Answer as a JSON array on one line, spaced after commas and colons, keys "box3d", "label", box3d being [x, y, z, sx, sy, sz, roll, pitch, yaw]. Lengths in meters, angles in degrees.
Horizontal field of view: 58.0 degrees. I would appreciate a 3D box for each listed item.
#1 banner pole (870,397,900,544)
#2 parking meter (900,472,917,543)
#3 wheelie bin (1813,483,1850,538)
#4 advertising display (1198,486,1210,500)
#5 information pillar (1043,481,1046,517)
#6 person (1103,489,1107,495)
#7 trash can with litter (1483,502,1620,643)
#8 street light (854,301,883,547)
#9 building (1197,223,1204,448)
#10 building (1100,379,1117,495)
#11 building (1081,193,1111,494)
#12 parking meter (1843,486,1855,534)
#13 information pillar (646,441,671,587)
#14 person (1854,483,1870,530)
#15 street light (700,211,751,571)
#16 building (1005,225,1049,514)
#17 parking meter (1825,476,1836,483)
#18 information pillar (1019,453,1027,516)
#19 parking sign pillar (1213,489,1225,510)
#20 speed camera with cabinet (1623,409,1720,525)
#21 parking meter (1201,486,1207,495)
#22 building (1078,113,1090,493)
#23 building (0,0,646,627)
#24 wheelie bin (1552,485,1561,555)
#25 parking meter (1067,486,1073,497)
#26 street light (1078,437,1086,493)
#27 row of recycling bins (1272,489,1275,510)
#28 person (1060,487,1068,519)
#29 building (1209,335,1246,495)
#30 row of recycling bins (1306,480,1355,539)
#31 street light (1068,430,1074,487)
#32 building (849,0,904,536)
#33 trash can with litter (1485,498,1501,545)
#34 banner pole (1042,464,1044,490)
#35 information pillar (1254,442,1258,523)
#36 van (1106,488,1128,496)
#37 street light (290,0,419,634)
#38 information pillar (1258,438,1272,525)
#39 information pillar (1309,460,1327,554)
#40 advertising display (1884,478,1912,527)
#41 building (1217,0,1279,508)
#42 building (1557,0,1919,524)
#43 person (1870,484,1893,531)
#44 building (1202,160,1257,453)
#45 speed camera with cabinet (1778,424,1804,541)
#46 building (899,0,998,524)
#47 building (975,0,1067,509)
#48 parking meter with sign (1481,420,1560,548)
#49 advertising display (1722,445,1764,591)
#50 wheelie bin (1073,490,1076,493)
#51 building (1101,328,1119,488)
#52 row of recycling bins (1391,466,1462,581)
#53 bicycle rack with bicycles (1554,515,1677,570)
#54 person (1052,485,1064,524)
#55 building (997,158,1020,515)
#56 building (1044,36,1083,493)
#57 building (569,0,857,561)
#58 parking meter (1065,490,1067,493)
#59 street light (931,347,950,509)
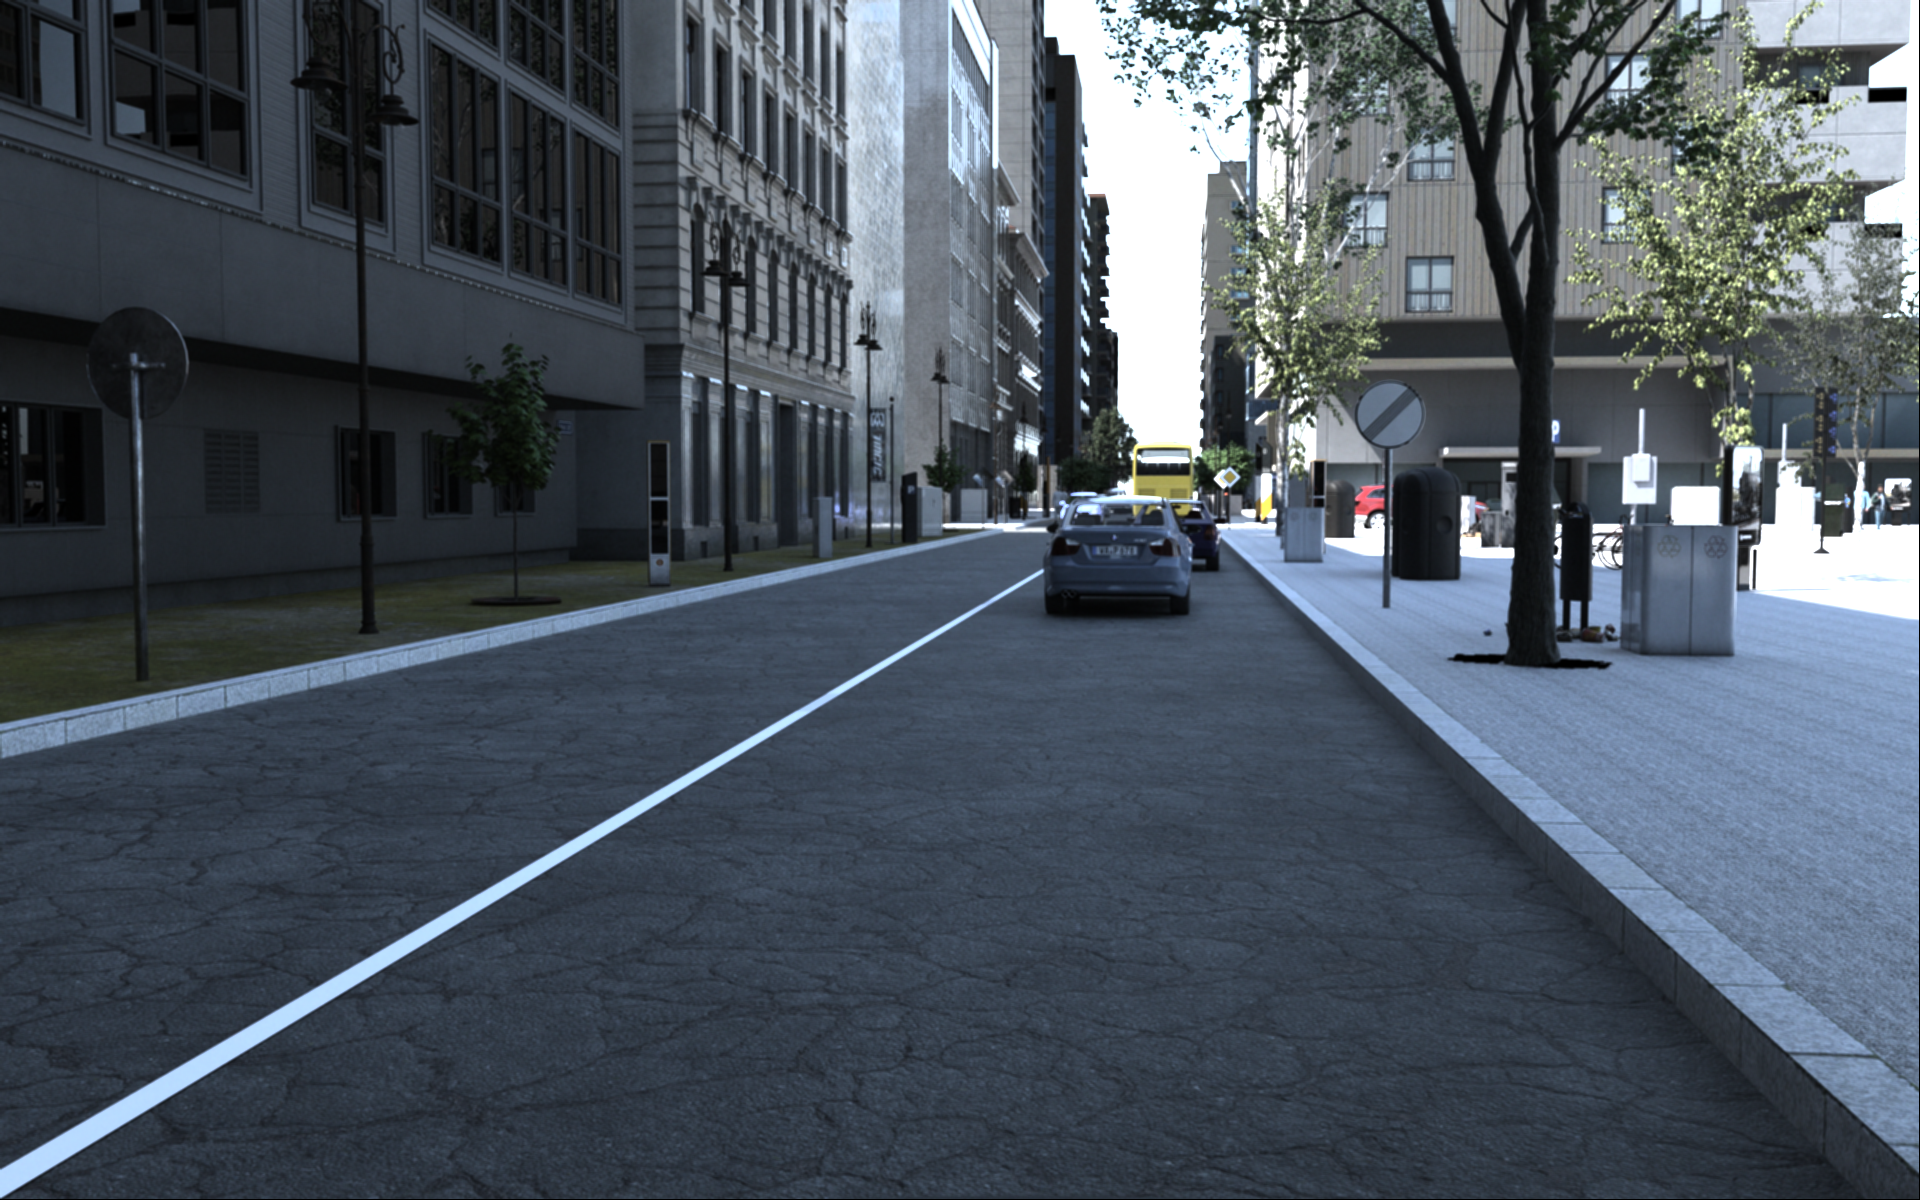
[{"box3d": [-1.963, -3.330, 44.467, 0.863, 3.779, 0.401, -1, 4, -19], "label": "banner pole"}, {"box3d": [-1.345, -2.443, 45.651, 0.399, 1.863, 0.255, -1, 4, -22], "label": "parking meter"}, {"box3d": [25.790, -2.651, 51.256, 0.980, 1.594, 0.693, 2, 4, 27], "label": "wheelie bin"}, {"box3d": [18.961, -7.917, 134.656, 0.974, 1.923, 0.123, -1, 4, -15], "label": "advertising display"}, {"box3d": [4.732, -5.549, 95.217, 0.304, 2.012, 0.304, 1, 4, 22], "label": "information pillar"}, {"box3d": [11.532, -7.818, 136.505, 0.709, 1.800, 0.728, 2, 4, 27], "label": "person"}, {"box3d": [5.593, -0.288, 15.765, 1.678, 1.210, 2.233, 0, 4, 2], "label": "trash can with litter"}, {"box3d": [-2.194, -4.211, 41.632, 0.468, 5.910, 1.993, 0, 4, 7], "label": "street light"}, {"box3d": [48.604, -37.732, 271.549, 22.147, 44.769, 28.867, 0, 4, 7], "label": "building"}, {"box3d": [10.700, -26.382, 276.388, 27.650, 21.520, 28.899, 0, 4, 7], "label": "building"}, {"box3d": [10.026, -36.170, 246.003, 22.147, 44.769, 28.867, 0, 4, 7], "label": "building"}, {"box3d": [28.838, -2.927, 56.272, 0.372, 1.533, 0.369, 0, 3, 0], "label": "parking meter"}, {"box3d": [-4.176, -1.194, 24.010, 0.304, 2.012, 0.304, -1, 4, -13], "label": "information pillar"}, {"box3d": [32.152, -3.265, 61.752, 0.748, 1.841, 0.638, -2, 4, -27], "label": "person"}, {"box3d": [-3.857, -3.417, 28.659, 0.468, 5.910, 1.993, 0, 4, 7], "label": "street light"}, {"box3d": [-0.235, -17.560, 123.254, 11.583, 22.565, 21.152, 0, 4, 7], "label": "building"}, {"box3d": [28.540, -3.130, 56.883, 0.399, 1.863, 0.255, -3, 5, -41], "label": "parking meter"}, {"box3d": [3.662, -6.649, 100.073, 0.504, 3.616, 0.183, 2, 4, 32], "label": "information pillar"}, {"box3d": [20.455, -9.172, 138.429, 1.447, 3.967, 1.447, 0, 4, 7], "label": "parking sign pillar"}, {"box3d": [16.560, -2.813, 40.333, 2.038, 3.252, 0.660, 1, 4, 14], "label": "speed camera with cabinet"}, {"box3d": [17.335, -7.168, 122.913, 0.255, 1.863, 0.399, -2, 4, -35], "label": "parking meter"}, {"box3d": [3.195, -35.355, 197.661, 23.786, 49.044, 30.456, 0, 4, 7], "label": "building"}, {"box3d": [-14.037, -13.876, 20.388, 14.314, 27.812, 24.014, 0, 4, 7], "label": "building"}, {"box3d": [12.085, -1.736, 36.284, 0.980, 1.594, 0.693, -1, 4, -22], "label": "wheelie bin"}, {"box3d": [7.572, -6.930, 119.021, 0.399, 1.863, 0.255, 1, 4, 12], "label": "parking meter"}, {"box3d": [9.541, -10.082, 137.628, 0.468, 5.910, 1.993, 0, 4, 7], "label": "street light"}, {"box3d": [25.477, -8.292, 142.682, 1.069, 1.692, 3.534, 1, 4, 12], "label": "row of recycling bins"}, {"box3d": [5.305, -4.882, 88.540, 0.478, 1.798, 0.641, 3, 5, 44], "label": "person"}, {"box3d": [43.251, -21.816, 201.736, 27.650, 21.520, 28.899, 0, 4, 7], "label": "building"}, {"box3d": [10.921, -2.705, 51.344, 1.069, 1.692, 3.534, 0, 4, 1], "label": "row of recycling bins"}, {"box3d": [8.013, -9.285, 124.594, 0.468, 5.910, 1.993, 0, 4, 7], "label": "street light"}, {"box3d": [-10.963, -12.373, 57.044, 16.860, 20.320, 10.420, 0, 4, 7], "label": "building"}, {"box3d": [13.802, -2.004, 44.151, 0.624, 1.170, 1.055, 0, 4, -4], "label": "trash can with litter"}, {"box3d": [6.961, -9.537, 145.950, 0.401, 3.779, 0.863, 0, 4, -7], "label": "banner pole"}, {"box3d": [13.501, -5.289, 77.826, 0.504, 3.616, 0.183, 2, 4, 32], "label": "information pillar"}, {"box3d": [11.281, -7.212, 124.922, 2.013, 2.044, 4.112, 0, 4, 8], "label": "van"}, {"box3d": [-5.445, -2.629, 15.772, 0.468, 5.910, 1.993, 0, 4, 7], "label": "street light"}, {"box3d": [12.734, -4.927, 71.911, 0.183, 3.616, 0.504, -3, 5, -41], "label": "information pillar"}, {"box3d": [7.688, -2.004, 37.258, 0.304, 2.012, 0.304, 0, 4, -1], "label": "information pillar"}, {"box3d": [37.045, -3.868, 68.458, 0.974, 1.923, 0.123, 2, 4, 24], "label": "advertising display"}, {"box3d": [37.312, -52.458, 170.362, 22.319, 86.520, 31.000, 0, 4, 7], "label": "building"}, {"box3d": [28.947, -30.219, 83.320, 27.495, 52.752, 28.713, 0, 4, 7], "label": "building"}, {"box3d": [33.313, -3.295, 62.723, 0.623, 1.781, 0.721, -2, 4, -27], "label": "person"}, {"box3d": [45.501, -38.088, 246.438, 21.300, 48.544, 21.600, 0, 4, 7], "label": "building"}, {"box3d": [23.048, -3.285, 48.042, 0.660, 3.252, 2.038, 2, 4, 25], "label": "speed camera with cabinet"}, {"box3d": [-5.194, -16.212, 83.083, 12.078, 24.808, 19.932, 0, 4, 7], "label": "building"}, {"box3d": [-0.673, -43.924, 156.407, 20.563, 71.187, 20.611, 0, 4, 7], "label": "building"}, {"box3d": [13.268, -2.746, 41.152, 1.738, 3.016, 0.543, 3, 5, 42], "label": "parking meter with sign"}, {"box3d": [10.378, -1.086, 22.971, 0.974, 1.923, 0.123, -3, 5, -43], "label": "advertising display"}, {"box3d": [8.206, -7.317, 127.537, 0.693, 1.594, 0.980, 3, 4, 37], "label": "wheelie bin"}, {"box3d": [19.928, -32.104, 296.607, 14.160, 30.474, 14.107, 0, 4, 7], "label": "building"}, {"box3d": [7.308, -1.236, 27.322, 1.069, 1.692, 3.534, 1, 4, 13], "label": "row of recycling bins"}, {"box3d": [11.722, -0.984, 29.477, 2.925, 0.926, 2.852, 2, 4, 28], "label": "bicycle rack with bicycles"}, {"box3d": [4.690, -4.516, 82.213, 0.514, 1.842, 0.818, -2, 4, -31], "label": "person"}, {"box3d": [-2.798, -16.758, 102.879, 11.050, 23.489, 19.941, 0, 4, 7], "label": "building"}, {"box3d": [5.043, -32.086, 174.710, 14.600, 45.320, 14.200, 0, 4, 7], "label": "building"}, {"box3d": [-8.811, -11.784, 41.814, 9.793, 20.994, 18.267, 0, 4, 7], "label": "building"}, {"box3d": [7.597, -6.933, 121.762, 0.372, 1.533, 0.369, 0, 3, 0], "label": "parking meter"}, {"box3d": [-0.615, -4.999, 54.521, 0.468, 5.910, 1.993, 0, 4, 7], "label": "street light"}]
